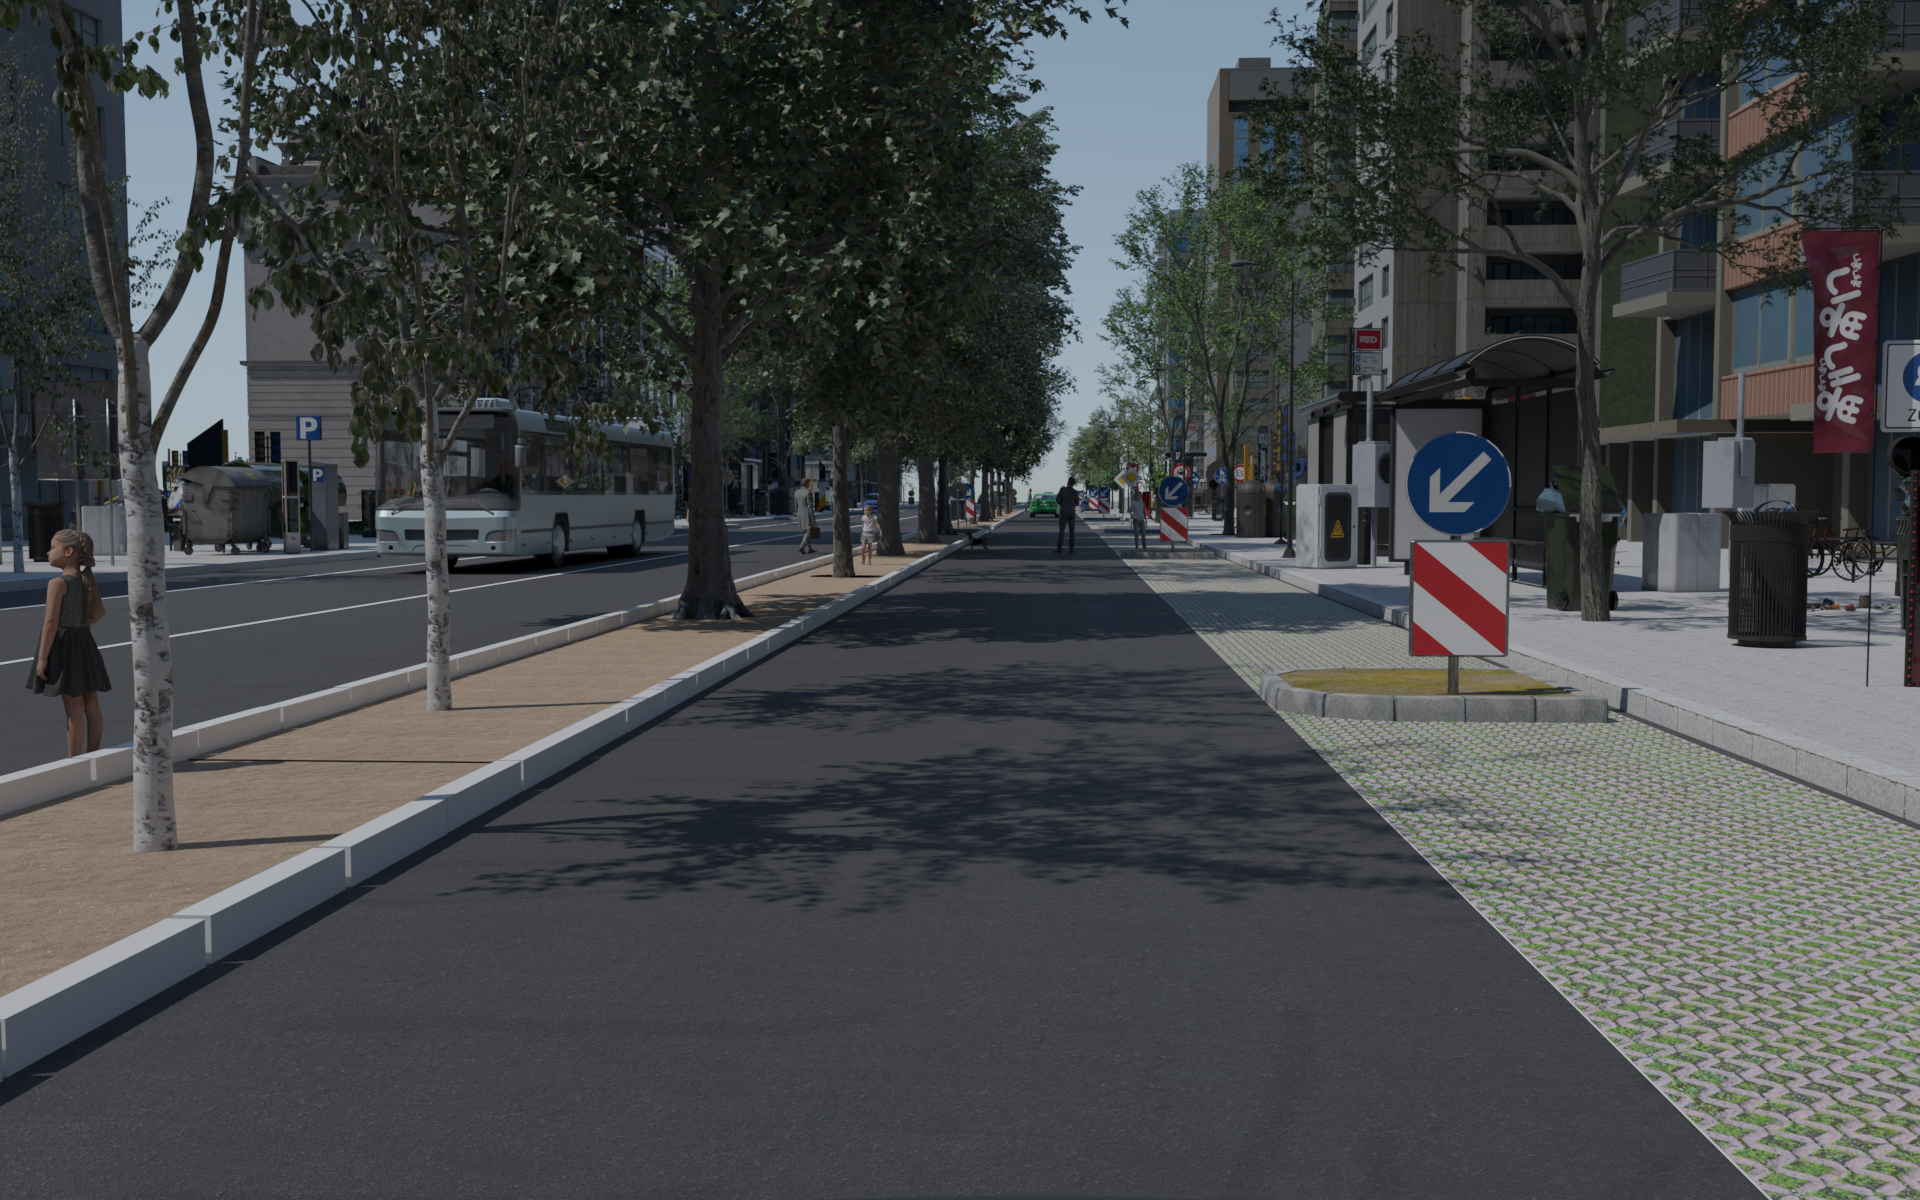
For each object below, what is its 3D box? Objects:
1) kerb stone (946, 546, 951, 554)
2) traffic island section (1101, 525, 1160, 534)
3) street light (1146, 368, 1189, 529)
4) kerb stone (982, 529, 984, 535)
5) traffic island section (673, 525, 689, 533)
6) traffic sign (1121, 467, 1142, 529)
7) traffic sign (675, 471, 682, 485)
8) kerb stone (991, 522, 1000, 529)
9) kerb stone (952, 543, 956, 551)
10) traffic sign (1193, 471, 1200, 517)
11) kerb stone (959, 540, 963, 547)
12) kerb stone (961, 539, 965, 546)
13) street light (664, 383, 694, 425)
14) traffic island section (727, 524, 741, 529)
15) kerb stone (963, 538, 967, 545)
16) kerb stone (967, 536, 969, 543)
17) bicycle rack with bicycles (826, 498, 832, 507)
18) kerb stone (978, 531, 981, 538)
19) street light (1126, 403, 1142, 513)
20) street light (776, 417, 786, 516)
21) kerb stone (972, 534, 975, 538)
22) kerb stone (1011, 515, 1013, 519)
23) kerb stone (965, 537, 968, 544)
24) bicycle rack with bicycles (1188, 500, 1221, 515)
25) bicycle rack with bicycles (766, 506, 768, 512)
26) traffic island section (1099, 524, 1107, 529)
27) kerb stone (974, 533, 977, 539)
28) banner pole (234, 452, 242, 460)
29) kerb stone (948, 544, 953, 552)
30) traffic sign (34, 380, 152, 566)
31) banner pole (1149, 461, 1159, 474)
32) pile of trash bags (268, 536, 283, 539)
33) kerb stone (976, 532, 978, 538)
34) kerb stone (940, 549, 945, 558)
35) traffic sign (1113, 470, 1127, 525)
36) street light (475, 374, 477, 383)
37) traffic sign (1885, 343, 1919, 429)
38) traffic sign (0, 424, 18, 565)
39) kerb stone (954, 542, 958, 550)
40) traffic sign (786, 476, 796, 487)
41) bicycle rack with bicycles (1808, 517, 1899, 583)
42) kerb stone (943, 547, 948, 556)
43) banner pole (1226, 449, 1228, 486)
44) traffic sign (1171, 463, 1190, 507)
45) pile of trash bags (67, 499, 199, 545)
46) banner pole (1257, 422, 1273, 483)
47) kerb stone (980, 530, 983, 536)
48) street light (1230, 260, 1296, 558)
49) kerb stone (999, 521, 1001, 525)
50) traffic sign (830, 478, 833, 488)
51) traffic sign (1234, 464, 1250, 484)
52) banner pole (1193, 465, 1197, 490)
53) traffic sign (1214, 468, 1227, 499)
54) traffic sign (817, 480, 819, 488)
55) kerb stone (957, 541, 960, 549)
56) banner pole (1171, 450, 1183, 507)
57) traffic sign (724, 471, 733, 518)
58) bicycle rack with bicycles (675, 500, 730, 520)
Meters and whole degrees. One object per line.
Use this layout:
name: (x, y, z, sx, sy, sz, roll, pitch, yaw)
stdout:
kerb stone: (-0.372, -1.121, 40.569, 0.120, 0.150, 1.000, 0, 4, 3)
traffic island section: (6.325, -2.541, 63.820, 2.009, 0.180, 2.903, 0, 4, 3)
street light: (7.695, -5.570, 63.617, 1.470, 5.913, 1.316, 0, 4, 3)
kerb stone: (0.657, -2.251, 58.993, 0.120, 0.150, 1.000, 0, 4, 3)
traffic island section: (-10.789, -2.599, 64.776, 2.009, 0.180, 2.903, 0, 4, 3)
traffic sign: (6.302, -3.676, 63.744, 0.795, 2.450, 0.064, 0, 4, 3)
traffic sign: (-10.765, -3.735, 64.713, 0.795, 2.450, 0.064, 0, 4, 3)
kerb stone: (1.548, -3.220, 74.910, 0.120, 0.150, 1.000, 0, 4, 3)
kerb stone: (-0.262, -1.249, 42.611, 0.120, 0.150, 1.000, 0, 4, 3)
traffic sign: (13.093, -5.942, 97.264, 0.768, 2.556, 0.104, 1, 4, 12)
kerb stone: (-0.085, -1.436, 45.677, 0.120, 0.150, 1.000, 0, 4, 3)
kerb stone: (-0.033, -1.499, 46.704, 0.120, 0.150, 1.000, 0, 4, 3)
street light: (-11.807, -6.119, 72.586, 1.470, 5.913, 1.316, 0, 4, 3)
traffic island section: (-10.344, -3.087, 72.748, 2.009, 0.180, 2.903, 0, 4, 3)
kerb stone: (0.026, -1.558, 47.732, 0.120, 0.150, 1.000, 0, 4, 3)
kerb stone: (0.141, -1.688, 49.791, 0.120, 0.150, 1.000, 0, 4, 3)
bicycle rack with bicycles: (-10.631, -7.984, 143.919, 2.925, 0.926, 2.852, -1, 4, -23)
kerb stone: (0.540, -2.125, 56.943, 0.120, 0.150, 1.000, 0, 4, 3)
street light: (9.125, -7.057, 87.923, 1.470, 5.913, 1.316, 0, 4, 3)
street light: (-10.195, -7.942, 102.393, 1.470, 5.913, 1.316, 0, 4, 3)
kerb stone: (0.304, -1.875, 52.855, 0.120, 0.150, 1.000, 0, 4, 3)
kerb stone: (2.687, -4.467, 95.392, 0.120, 0.150, 1.000, 0, 4, 3)
kerb stone: (0.079, -1.625, 48.763, 0.120, 0.150, 1.000, 0, 4, 3)
bicycle rack with bicycles: (15.311, -5.656, 105.863, 2.925, 0.926, 2.852, 2, 4, 29)
bicycle rack with bicycles: (-15.201, -6.565, 120.714, 2.925, 0.926, 2.852, 3, 5, 41)
traffic island section: (6.770, -3.028, 71.793, 2.009, 0.180, 2.903, 0, 4, 3)
kerb stone: (0.372, -1.938, 53.875, 0.120, 0.150, 1.000, 0, 4, 3)
banner pole: (-42.670, -6.876, 102.446, 0.863, 3.779, 0.401, 2, 4, 33)
kerb stone: (-0.317, -1.186, 41.590, 0.120, 0.150, 1.000, 0, 4, 3)
traffic sign: (-15.487, -2.268, 30.955, 2.265, 3.308, 0.079, 1, 4, 8)
banner pole: (13.535, -7.971, 120.337, 0.863, 3.779, 0.401, 0, 4, 3)
pile of trash bags: (-20.386, -2.497, 50.572, 1.912, 1.369, 3.447, -2, 4, -33)
kerb stone: (0.418, -1.999, 54.896, 0.120, 0.150, 1.000, 0, 4, 3)
kerb stone: (-0.479, -0.996, 38.519, 0.120, 0.150, 1.000, 0, 4, 3)
traffic sign: (6.746, -4.164, 71.717, 0.795, 2.450, 0.064, 0, 4, 3)
street light: (-13.108, -4.668, 48.860, 1.470, 5.913, 1.316, 0, 4, 3)
traffic sign: (6.450, -0.578, 11.587, 0.606, 2.300, 0.079, 0, 4, 6)
traffic sign: (-17.413, -1.910, 31.337, 0.768, 2.556, 0.104, 0, 4, 3)
kerb stone: (-0.208, -1.311, 43.636, 0.120, 0.150, 1.000, 0, 4, 3)
traffic sign: (-12.175, -7.599, 124.344, 0.768, 2.556, 0.104, 0, 4, 4)
bicycle rack with bicycles: (13.433, -0.782, 26.161, 2.925, 0.926, 2.852, -1, 4, -10)
kerb stone: (-0.432, -1.059, 39.549, 0.120, 0.150, 1.000, 0, 4, 3)
banner pole: (14.934, -6.507, 96.400, 0.401, 3.779, 0.863, 2, 4, 29)
traffic sign: (9.174, -4.401, 72.057, 0.768, 2.556, 0.104, 1, 4, 10)
pile of trash bags: (-20.441, -2.031, 42.959, 3.447, 1.369, 1.912, 0, 4, -8)
banner pole: (10.600, -4.280, 59.994, 0.863, 3.779, 0.401, -2, 4, -34)
kerb stone: (0.599, -2.185, 57.964, 0.120, 0.150, 1.000, 0, 4, 3)
street light: (6.069, -3.795, 34.581, 1.470, 5.913, 1.316, 0, 4, 3)
kerb stone: (1.599, -3.287, 75.939, 0.120, 0.150, 1.000, 0, 4, 3)
traffic sign: (-10.043, -8.375, 137.044, 0.768, 2.556, 0.104, 1, 4, 13)
traffic sign: (12.037, -4.543, 74.381, 0.768, 2.556, 0.104, 1, 4, 11)
banner pole: (17.742, -8.658, 131.567, 0.401, 3.779, 0.863, -2, 4, -33)
traffic sign: (12.795, -5.164, 84.534, 0.768, 2.556, 0.104, 1, 4, 12)
traffic sign: (-10.023, -7.533, 125.294, 0.606, 2.300, 0.079, 0, 4, 8)
kerb stone: (-0.148, -1.371, 44.657, 0.120, 0.150, 1.000, 0, 4, 3)
banner pole: (10.716, -5.854, 85.732, 0.863, 3.779, 0.401, 2, 4, 24)
traffic sign: (-12.504, -5.662, 92.682, 0.768, 2.556, 0.104, 1, 4, 13)
bicycle rack with bicycles: (-12.762, -4.392, 85.185, 2.925, 0.926, 2.852, -2, 4, -34)
